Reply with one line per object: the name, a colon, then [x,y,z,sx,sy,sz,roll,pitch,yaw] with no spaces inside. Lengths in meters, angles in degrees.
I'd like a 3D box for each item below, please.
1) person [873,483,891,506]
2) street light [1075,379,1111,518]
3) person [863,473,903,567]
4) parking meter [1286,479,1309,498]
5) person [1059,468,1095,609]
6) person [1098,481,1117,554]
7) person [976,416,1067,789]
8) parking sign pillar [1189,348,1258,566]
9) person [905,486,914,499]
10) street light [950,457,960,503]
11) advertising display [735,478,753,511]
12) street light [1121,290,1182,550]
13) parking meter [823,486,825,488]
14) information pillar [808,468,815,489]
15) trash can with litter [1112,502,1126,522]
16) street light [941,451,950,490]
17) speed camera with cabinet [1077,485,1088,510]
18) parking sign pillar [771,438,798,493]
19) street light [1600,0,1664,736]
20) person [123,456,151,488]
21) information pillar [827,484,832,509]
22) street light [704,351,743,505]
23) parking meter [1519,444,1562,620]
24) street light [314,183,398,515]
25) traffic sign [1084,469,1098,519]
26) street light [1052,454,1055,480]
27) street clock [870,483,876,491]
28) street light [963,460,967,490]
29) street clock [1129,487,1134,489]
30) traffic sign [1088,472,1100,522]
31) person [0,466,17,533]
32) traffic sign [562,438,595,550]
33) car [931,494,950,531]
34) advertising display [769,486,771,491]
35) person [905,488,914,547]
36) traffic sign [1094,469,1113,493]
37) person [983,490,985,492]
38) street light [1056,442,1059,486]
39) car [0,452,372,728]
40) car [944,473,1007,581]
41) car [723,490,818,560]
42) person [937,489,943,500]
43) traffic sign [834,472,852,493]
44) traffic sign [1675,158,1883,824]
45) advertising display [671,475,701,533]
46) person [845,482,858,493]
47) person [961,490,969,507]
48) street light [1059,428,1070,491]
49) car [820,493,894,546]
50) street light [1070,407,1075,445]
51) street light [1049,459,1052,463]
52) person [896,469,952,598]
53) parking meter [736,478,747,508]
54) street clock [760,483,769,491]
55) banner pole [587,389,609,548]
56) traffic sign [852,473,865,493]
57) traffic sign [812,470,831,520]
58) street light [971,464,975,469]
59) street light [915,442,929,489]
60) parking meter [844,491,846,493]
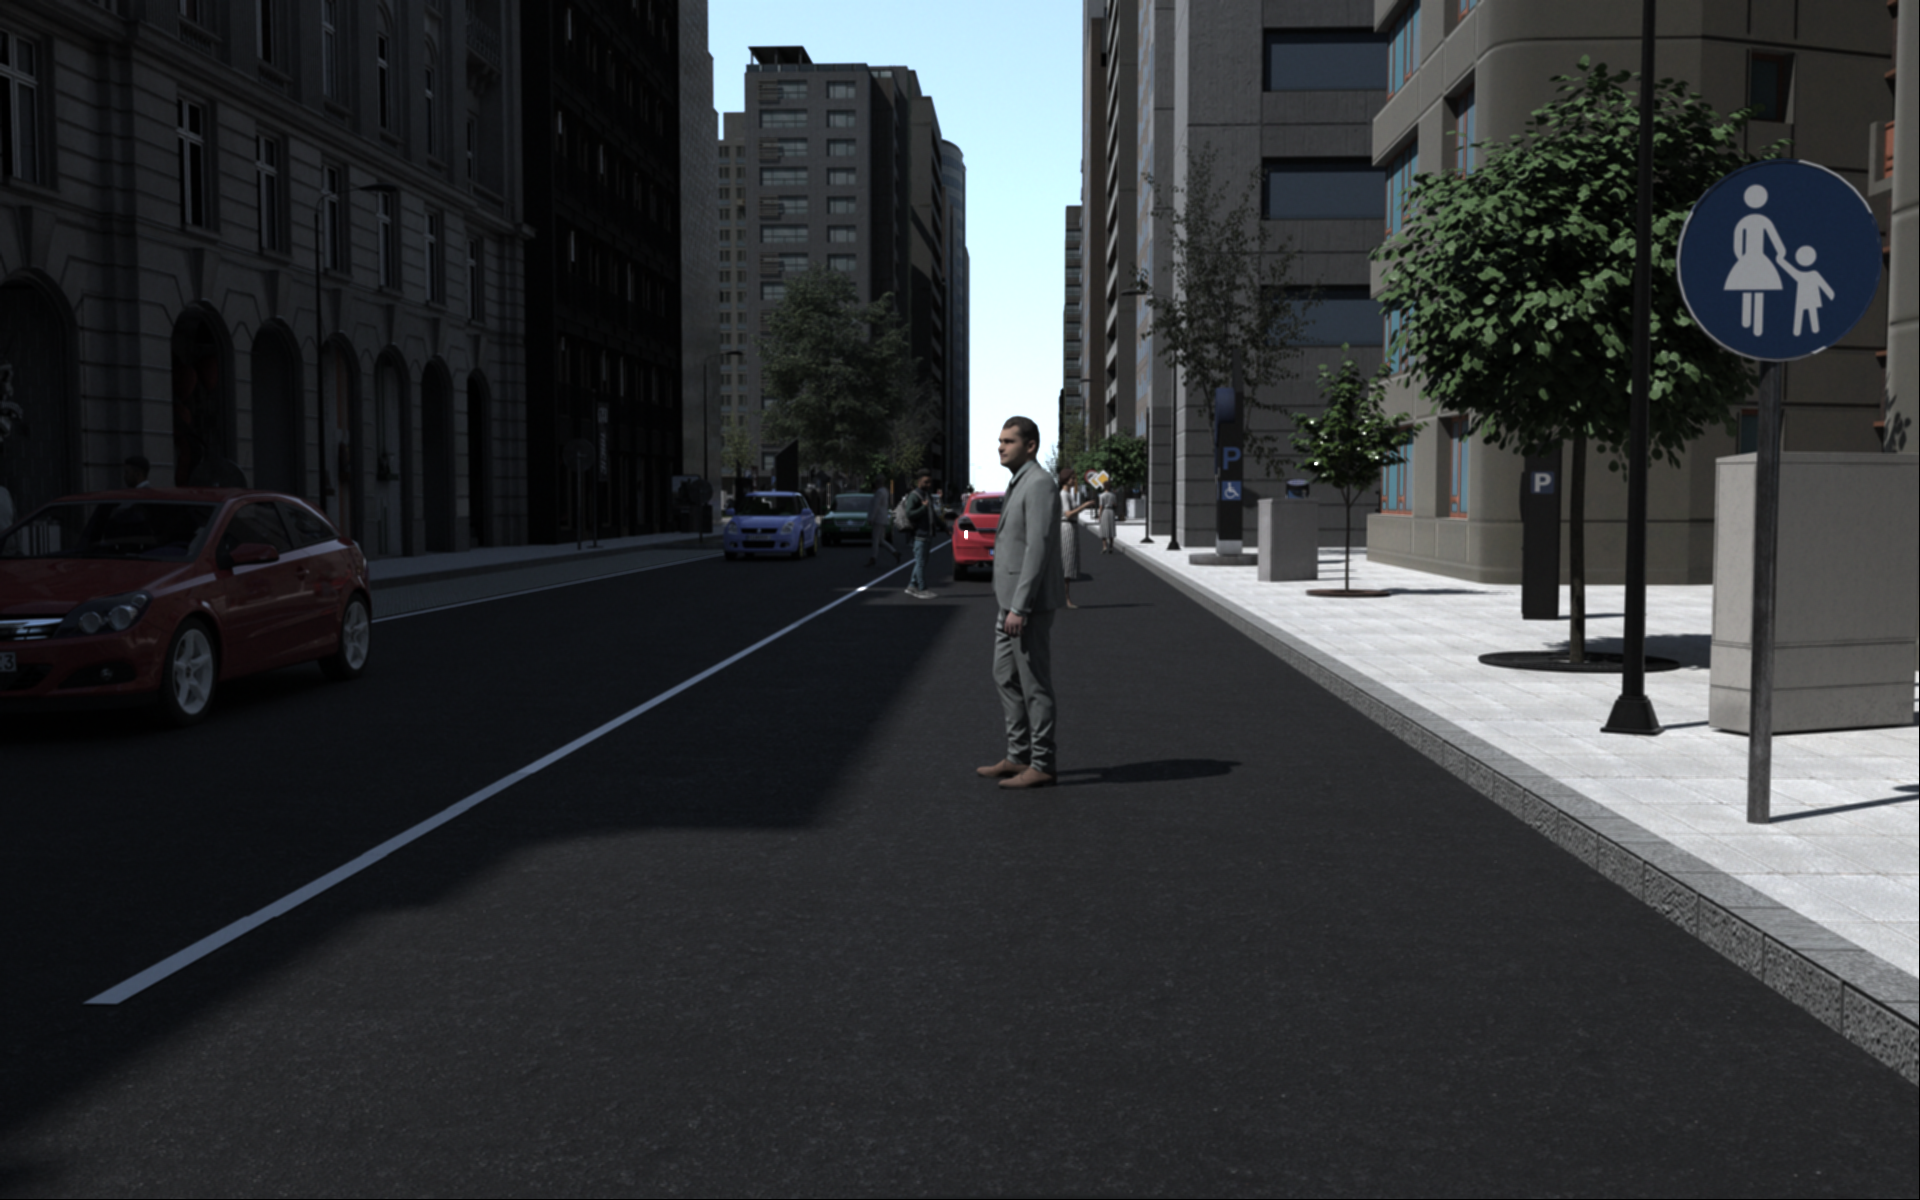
person: [-2.556,-2.885,55.851,0.592,1.802,0.473,3,5,44]
street light: [5.509,-5.954,69.884,1.470,5.913,1.316,0,4,2]
person: [-1.524,-1.583,34.265,0.818,1.842,0.514,-1,4,-10]
parking meter: [5.548,-1.228,28.486,0.372,1.533,0.369,0,3,0]
person: [1.441,-0.773,21.710,0.524,1.755,0.480,0,4,6]
person: [3.536,-2.002,41.796,0.480,1.755,0.524,-1,4,-22]
person: [0.330,0.005,8.511,0.391,1.810,0.635,-1,4,-11]
parking sign pillar: [4.899,-2.629,31.453,1.447,3.967,1.447,0,4,6]
person: [-2.541,-4.949,89.264,0.661,1.843,0.795,-2,4,-31]
street light: [-0.760,-14.914,216.391,1.470,5.913,1.316,0,4,2]
advertising display: [-8.589,-3.896,68.905,0.974,1.923,0.123,3,5,42]
street light: [4.359,-4.098,39.547,1.470,5.913,1.316,0,4,2]
parking meter: [-8.879,-6.467,111.439,0.399,1.863,0.255,0,4,2]
information pillar: [-12.494,-9.508,146.815,0.504,3.616,0.183,-2,4,-25]
trash can with litter: [7.146,-4.205,80.135,1.055,1.170,0.624,-2,4,-29]
street light: [-2.147,-13.055,185.995,1.470,5.913,1.316,0,4,2]
speed camera with cabinet: [9.537,-8.656,135.859,0.660,3.252,2.038,1,4,20]
parking sign pillar: [-8.414,-5.793,83.195,1.447,3.967,1.447,-3,5,-40]
street light: [3.095,-2.243,9.216,1.470,5.913,1.316,0,4,2]
person: [-7.677,-0.465,16.369,0.850,1.792,0.678,-2,4,-27]
information pillar: [-9.042,-7.111,120.760,0.304,2.012,0.304,-2,4,-34]
street light: [-7.745,-5.128,56.382,1.470,5.913,1.316,0,4,2]
parking meter: [5.924,-0.734,17.704,0.399,1.863,0.255,1,4,17]
street light: [-9.095,-3.273,26.055,1.470,5.913,1.316,0,4,2]
traffic sign: [6.698,-5.376,88.003,0.768,2.556,0.104,0,4,4]
street light: [9.921,-11.907,167.224,1.470,5.913,1.316,0,4,2]
street clock: [-5.614,-6.650,113.296,0.471,2.002,0.358,3,5,45]
street light: [0.142,-16.256,238.330,1.470,5.913,1.316,0,4,2]
street clock: [12.508,-7.469,126.688,0.471,2.002,0.358,0,4,-2]
traffic sign: [6.156,-4.564,78.260,0.795,2.450,0.064,0,4,2]
person: [-7.631,-0.274,13.459,0.515,1.767,0.782,1,4,12]
traffic sign: [-8.735,-2.420,39.668,0.768,2.556,0.104,0,4,3]
car: [-1.387,-3.527,67.885,2.015,1.641,3.980,0,4,1]
advertising display: [-15.085,-8.222,139.636,0.123,1.923,0.974,2,4,31]
person: [-1.378,-2.244,46.997,0.330,1.601,0.589,0,4,7]
traffic sign: [5.807,-4.076,70.282,0.795,2.450,0.064,0,4,2]
person: [2.449,-10.447,179.322,0.705,1.822,1.348,2,4,29]
street light: [9.357,-11.049,153.188,1.470,5.913,1.316,0,4,2]
car: [-5.581,-0.180,11.978,2.155,1.783,4.494,0,4,1]
car: [0.783,-1.285,30.056,2.155,1.783,4.494,0,4,1]
car: [-4.216,-1.785,38.772,1.945,1.707,3.694,0,4,3]
person: [-1.703,-8.475,147.042,0.580,1.828,0.573,1,4,16]
traffic sign: [-5.326,-4.596,78.780,0.795,2.450,0.064,0,4,2]
traffic sign: [3.119,-0.403,6.689,0.768,2.556,0.104,0,4,3]
advertising display: [-9.043,-3.177,57.151,0.974,1.923,0.123,0,4,-4]
person: [-3.683,-3.127,59.498,0.514,1.842,0.818,-2,4,-23]
person: [0.360,-6.204,110.771,0.563,1.720,0.643,0,4,7]
street light: [7.941,-9.158,122.277,1.470,5.913,1.316,0,4,2]
car: [-2.898,-2.473,49.232,1.959,1.807,4.718,0,4,2]
street light: [6.727,-7.303,91.943,1.470,5.913,1.316,0,4,2]
street light: [11.195,-13.810,198.340,1.470,5.913,1.316,0,4,2]
person: [-0.521,-0.921,23.910,0.721,1.781,0.623,1,4,15]
parking meter: [-7.869,-3.470,62.453,0.255,1.863,0.399,1,4,17]
street clock: [-13.070,-6.734,114.663,0.358,2.002,0.471,0,4,7]
banner pole: [-8.649,-3.154,41.577,0.401,3.779,0.863,1,4,23]
traffic sign: [-5.997,-6.245,102.207,0.768,2.556,0.104,0,4,5]
traffic sign: [-5.675,-4.108,70.803,0.795,2.450,0.064,0,4,2]
street light: [1.550,-18.149,269.273,1.470,5.913,1.316,0,4,2]
street light: [-3.466,-11.200,155.666,1.470,5.913,1.316,0,4,2]
parking meter: [-8.206,-7.140,125.143,0.372,1.533,0.369,0,3,0]
